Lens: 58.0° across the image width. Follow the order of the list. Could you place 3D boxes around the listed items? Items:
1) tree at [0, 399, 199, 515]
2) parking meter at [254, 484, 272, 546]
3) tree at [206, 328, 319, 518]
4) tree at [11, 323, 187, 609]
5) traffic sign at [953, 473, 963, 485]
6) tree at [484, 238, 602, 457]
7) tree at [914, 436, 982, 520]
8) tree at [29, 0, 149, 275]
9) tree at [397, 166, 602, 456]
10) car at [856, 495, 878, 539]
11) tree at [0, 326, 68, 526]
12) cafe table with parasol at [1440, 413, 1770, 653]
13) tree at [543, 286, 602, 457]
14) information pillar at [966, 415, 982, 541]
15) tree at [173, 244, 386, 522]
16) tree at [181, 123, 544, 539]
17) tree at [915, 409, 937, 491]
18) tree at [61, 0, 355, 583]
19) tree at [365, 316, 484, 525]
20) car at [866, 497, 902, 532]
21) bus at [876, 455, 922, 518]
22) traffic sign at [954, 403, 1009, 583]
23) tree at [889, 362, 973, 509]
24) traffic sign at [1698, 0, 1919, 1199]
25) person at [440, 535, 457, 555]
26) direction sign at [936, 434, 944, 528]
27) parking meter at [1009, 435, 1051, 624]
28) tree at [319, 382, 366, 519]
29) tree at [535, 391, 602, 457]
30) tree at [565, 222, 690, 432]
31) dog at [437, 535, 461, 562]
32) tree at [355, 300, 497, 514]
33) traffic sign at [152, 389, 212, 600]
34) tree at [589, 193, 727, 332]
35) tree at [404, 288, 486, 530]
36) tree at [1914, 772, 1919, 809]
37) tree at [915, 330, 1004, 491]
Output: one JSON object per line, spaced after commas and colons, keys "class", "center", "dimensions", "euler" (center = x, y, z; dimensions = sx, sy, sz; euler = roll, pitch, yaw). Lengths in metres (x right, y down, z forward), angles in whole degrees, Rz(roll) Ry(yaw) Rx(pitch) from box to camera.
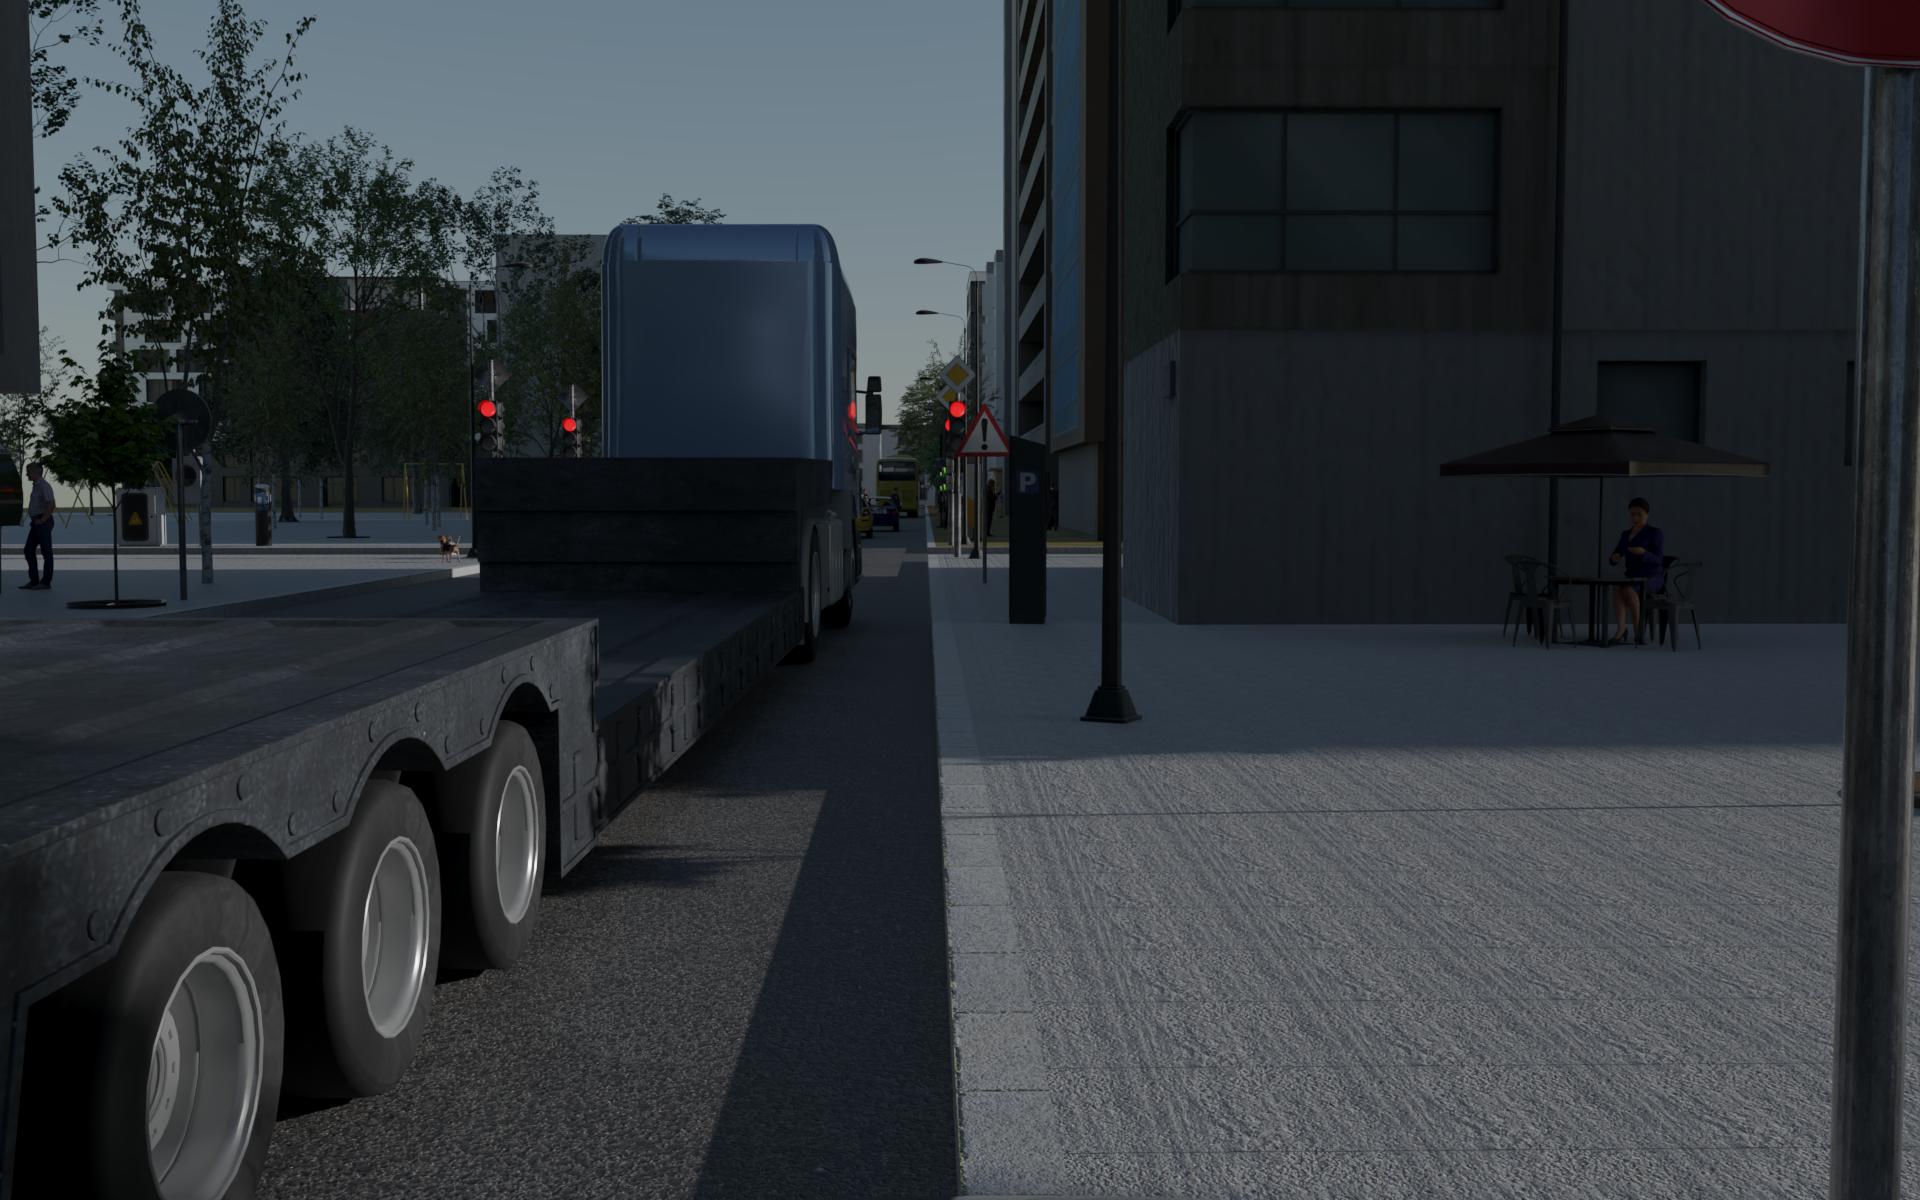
{"class": "tree", "center": [-54.612, -8.501, 101.889], "dimensions": [20.602, 7.101, 11.467], "euler": [-1, 4, -9]}
{"class": "parking meter", "center": [-17.202, -2.101, 42.757], "dimensions": [0.372, 1.533, 0.369], "euler": [0, 3, 0]}
{"class": "tree", "center": [-28.396, -7.329, 70.192], "dimensions": [4.360, 8.622, 3.978], "euler": [0, 3, 0]}
{"class": "tree", "center": [-9.686, -1.542, 19.808], "dimensions": [1.663, 3.219, 1.824], "euler": [0, 3, 0]}
{"class": "traffic sign", "center": [-0.074, -4.949, 83.049], "dimensions": [0.606, 2.300, 0.079], "euler": [0, 4, 8]}
{"class": "tree", "center": [-10.768, -6.067, 49.551], "dimensions": [4.737, 8.622, 4.395], "euler": [0, 3, 0]}
{"class": "tree", "center": [-0.577, -6.254, 85.964], "dimensions": [4.285, 4.588, 4.351], "euler": [0, 3, 0]}
{"class": "tree", "center": [-31.197, -11.983, 51.814], "dimensions": [12.611, 20.169, 13.585], "euler": [0, 3, 0]}
{"class": "tree", "center": [-25.258, -14.825, 98.274], "dimensions": [12.611, 20.169, 13.585], "euler": [0, 3, 0]}
{"class": "car", "center": [-3.721, -2.871, 57.166], "dimensions": [2.015, 1.641, 3.980], "euler": [0, 4, -2]}
{"class": "tree", "center": [-37.429, -7.218, 68.383], "dimensions": [4.360, 8.622, 3.978], "euler": [0, 3, 0]}
{"class": "cafe table with parasol", "center": [5.454, -0.604, 14.749], "dimensions": [2.610, 1.966, 2.610], "euler": [1, 4, 23]}
{"class": "tree", "center": [-20.331, -9.802, 86.017], "dimensions": [9.928, 11.665, 9.643], "euler": [0, 3, 0]}
{"class": "information pillar", "center": [0.365, -3.451, 47.777], "dimensions": [0.504, 3.616, 0.183], "euler": [0, 4, 0]}
{"class": "tree", "center": [-30.799, -9.894, 78.779], "dimensions": [9.611, 12.733, 9.660], "euler": [0, 3, 0]}
{"class": "tree", "center": [-17.916, -7.603, 50.066], "dimensions": [9.928, 11.665, 9.643], "euler": [0, 3, 0]}
{"class": "tree", "center": [-1.369, -11.627, 140.470], "dimensions": [4.737, 8.622, 4.395], "euler": [0, 3, 0]}
{"class": "tree", "center": [-10.906, -4.562, 24.946], "dimensions": [4.737, 8.622, 4.395], "euler": [0, 3, 0]}
{"class": "tree", "center": [-22.281, -7.493, 72.877], "dimensions": [4.360, 8.622, 3.978], "euler": [0, 3, 0]}
{"class": "car", "center": [-3.204, -3.340, 67.192], "dimensions": [1.945, 1.354, 3.894], "euler": [0, 4, -2]}
{"class": "bus", "center": [-3.823, -7.152, 108.483], "dimensions": [2.896, 3.916, 12.252], "euler": [0, 4, -1]}
{"class": "traffic sign", "center": [0.354, -1.520, 24.862], "dimensions": [0.884, 2.594, 0.081], "euler": [0, 4, 4]}
{"class": "tree", "center": [-2.403, -14.152, 149.515], "dimensions": [7.486, 12.596, 7.792], "euler": [0, 3, 0]}
{"class": "traffic sign", "center": [1.140, -0.124, 2.129], "dimensions": [0.768, 2.556, 0.104], "euler": [1, 4, 8]}
{"class": "person", "center": [-11.006, -1.122, 37.326], "dimensions": [0.357, 0.543, 0.381], "euler": [0, 4, 1]}
{"class": "direction sign", "center": [-0.718, -4.519, 65.879], "dimensions": [0.379, 3.537, 0.876], "euler": [0, 4, 4]}
{"class": "parking meter", "center": [0.691, -0.699, 17.139], "dimensions": [0.399, 1.863, 0.255], "euler": [0, 4, 7]}
{"class": "tree", "center": [-32.094, -8.385, 87.462], "dimensions": [4.360, 8.622, 3.978], "euler": [0, 3, 0]}
{"class": "tree", "center": [-24.347, -9.698, 108.924], "dimensions": [4.360, 8.622, 3.978], "euler": [0, 3, 0]}
{"class": "tree", "center": [-10.090, -7.623, 59.051], "dimensions": [7.601, 10.594, 8.767], "euler": [0, 4, 3]}
{"class": "dog", "center": [-9.615, -0.964, 32.589], "dimensions": [0.540, 0.507, 0.406], "euler": [0, 4, 1]}
{"class": "tree", "center": [-35.252, -12.585, 112.424], "dimensions": [9.857, 13.997, 8.962], "euler": [0, 3, 0]}
{"class": "traffic sign", "center": [-9.421, -1.274, 20.943], "dimensions": [0.768, 2.556, 0.104], "euler": [0, 4, 5]}
{"class": "tree", "center": [-11.097, -10.187, 73.211], "dimensions": [9.857, 13.997, 8.962], "euler": [0, 3, 0]}
{"class": "tree", "center": [-18.802, -6.757, 60.832], "dimensions": [4.737, 8.622, 4.395], "euler": [0, 3, 0]}
{"class": "tree", "center": [4.283, -0.760, 7.030], "dimensions": [1.663, 3.219, 1.824], "euler": [0, 3, 0]}
{"class": "tree", "center": [-0.181, -7.843, 78.596], "dimensions": [4.360, 8.622, 3.978], "euler": [0, 3, 0]}
